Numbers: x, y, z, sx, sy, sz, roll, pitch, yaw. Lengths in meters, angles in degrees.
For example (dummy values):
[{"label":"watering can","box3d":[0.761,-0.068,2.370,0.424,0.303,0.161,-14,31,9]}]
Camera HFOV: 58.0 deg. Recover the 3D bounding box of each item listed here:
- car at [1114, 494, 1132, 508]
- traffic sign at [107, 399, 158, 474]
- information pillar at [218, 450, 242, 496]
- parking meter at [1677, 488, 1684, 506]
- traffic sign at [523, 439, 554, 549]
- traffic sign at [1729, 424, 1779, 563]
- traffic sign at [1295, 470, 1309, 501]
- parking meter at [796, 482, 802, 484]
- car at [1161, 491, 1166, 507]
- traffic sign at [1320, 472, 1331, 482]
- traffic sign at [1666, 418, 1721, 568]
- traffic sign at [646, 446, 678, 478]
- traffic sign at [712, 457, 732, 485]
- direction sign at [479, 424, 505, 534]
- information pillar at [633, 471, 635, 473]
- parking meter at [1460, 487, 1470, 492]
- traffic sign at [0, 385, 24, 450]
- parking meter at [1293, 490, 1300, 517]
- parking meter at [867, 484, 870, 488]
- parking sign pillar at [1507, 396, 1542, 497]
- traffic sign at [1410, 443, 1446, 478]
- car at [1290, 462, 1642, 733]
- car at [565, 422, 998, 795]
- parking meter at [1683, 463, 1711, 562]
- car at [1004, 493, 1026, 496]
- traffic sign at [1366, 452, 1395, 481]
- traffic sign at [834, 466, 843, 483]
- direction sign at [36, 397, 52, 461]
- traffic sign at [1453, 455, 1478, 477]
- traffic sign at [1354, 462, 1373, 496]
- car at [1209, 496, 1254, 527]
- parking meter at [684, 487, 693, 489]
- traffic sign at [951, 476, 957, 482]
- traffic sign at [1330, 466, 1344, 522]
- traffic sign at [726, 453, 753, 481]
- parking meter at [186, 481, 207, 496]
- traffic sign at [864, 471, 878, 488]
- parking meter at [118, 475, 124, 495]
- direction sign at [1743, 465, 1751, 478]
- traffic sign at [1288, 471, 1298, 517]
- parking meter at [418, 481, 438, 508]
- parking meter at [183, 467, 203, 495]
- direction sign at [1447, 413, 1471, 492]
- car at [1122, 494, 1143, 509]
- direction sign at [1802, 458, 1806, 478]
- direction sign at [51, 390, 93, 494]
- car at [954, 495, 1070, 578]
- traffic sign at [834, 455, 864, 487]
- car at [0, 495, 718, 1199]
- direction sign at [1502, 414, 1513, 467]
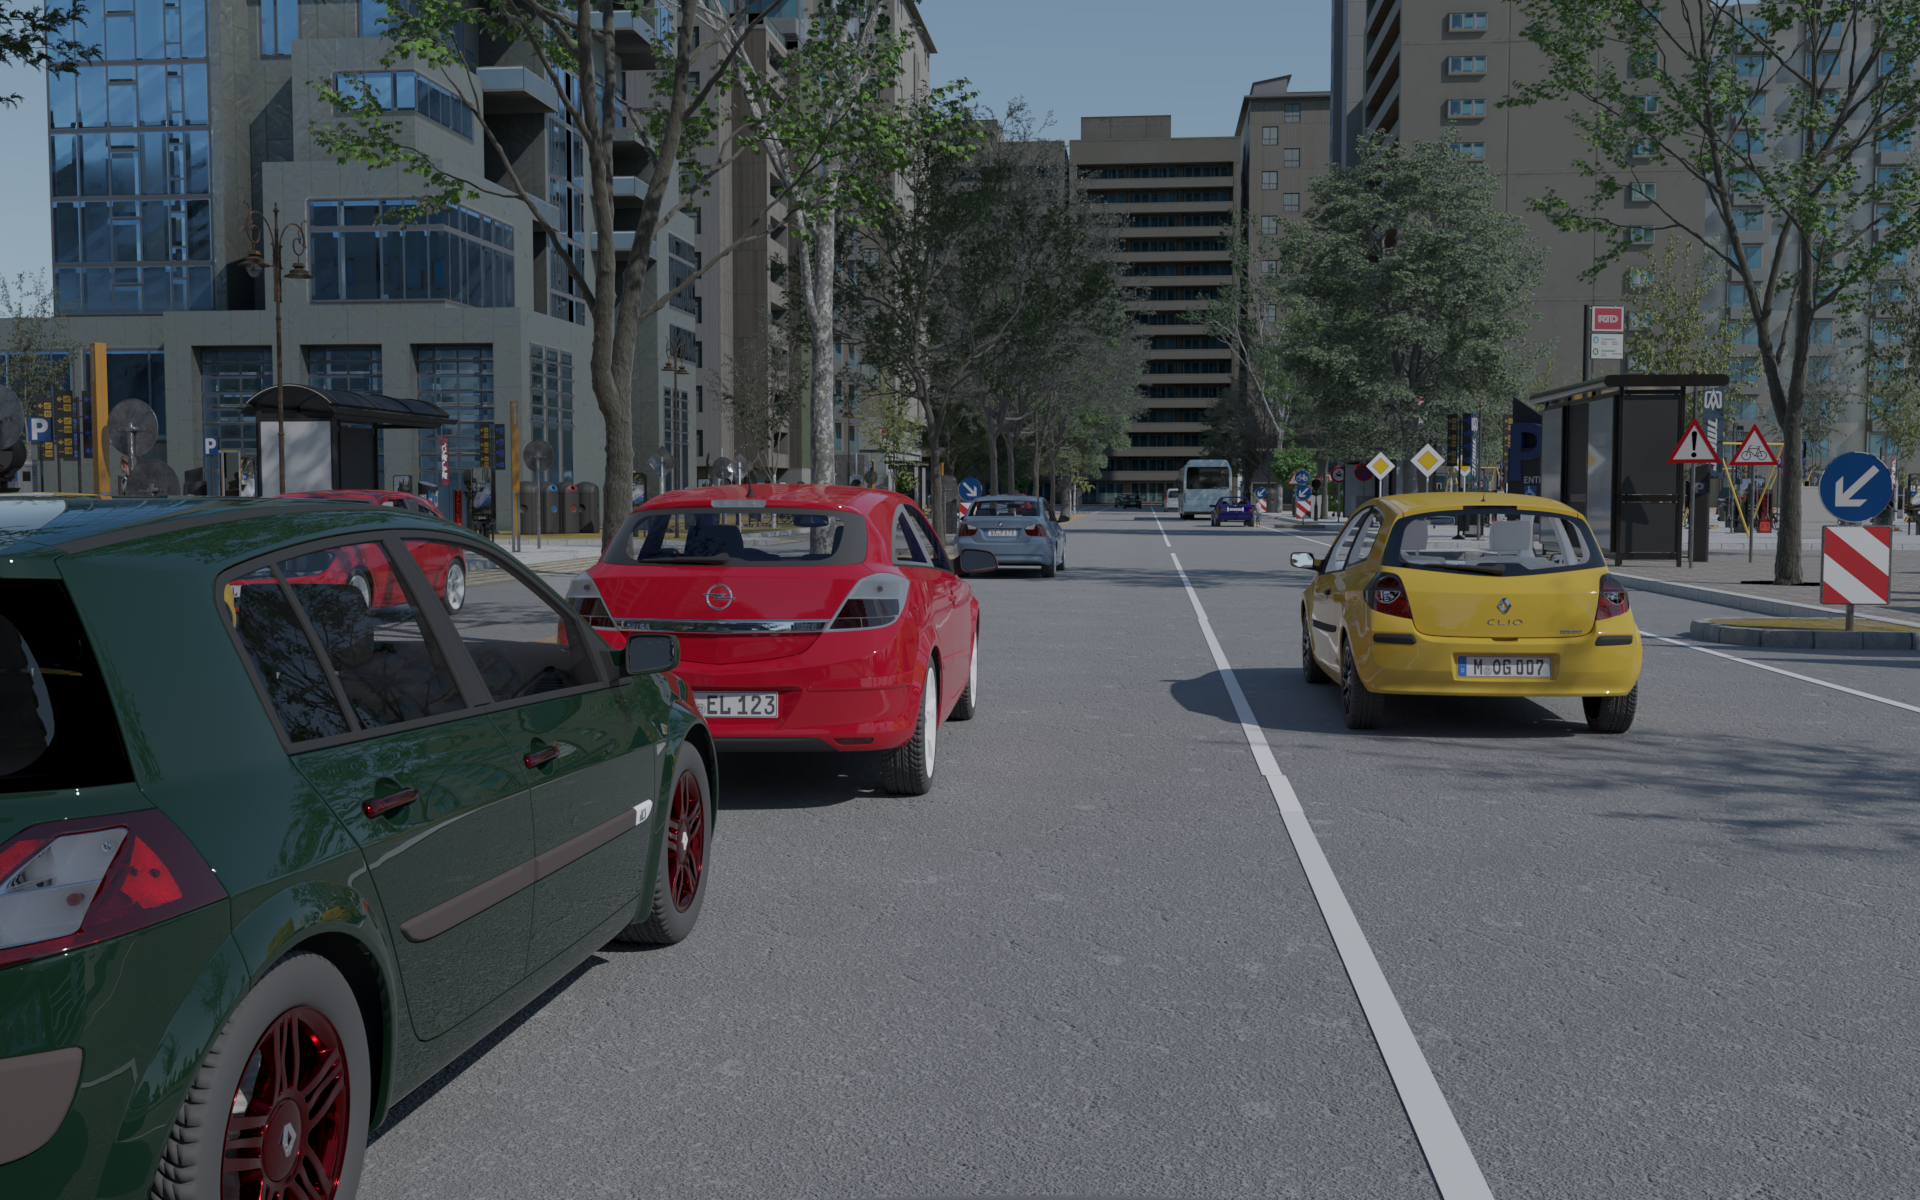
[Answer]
[{"label":"car","box3d":[17.421,-10.566,184.547,2.131,1.459,4.920,0,4,6]},{"label":"traffic sign","box3d":[-11.088,-1.413,23.201,0.768,2.556,0.104,1,4,11]},{"label":"information pillar","box3d":[-12.236,-1.503,29.070,0.304,2.012,0.304,-2,4,-31]},{"label":"parking meter","box3d":[46.483,-6.480,111.652,0.399,1.863,0.255,-1,4,-13]},{"label":"traffic sign","box3d":[-9.839,-2.465,40.407,0.768,2.556,0.104,1,4,10]},{"label":"traffic sign","box3d":[14.737,-1.970,32.211,0.884,2.594,0.081,0,4,7]},{"label":"traffic sign","box3d":[18.156,-5.623,92.049,0.768,2.556,0.104,0,4,7]},{"label":"parking meter","box3d":[-8.062,-4.934,86.374,0.399,1.863,0.255,3,5,42]},{"label":"car","box3d":[23.656,-11.337,194.026,2.281,1.827,5.304,0,4,7]},{"label":"traffic sign","box3d":[21.553,-6.218,101.778,0.768,2.556,0.104,1,4,15]},{"label":"traffic sign","box3d":[12.610,-1.823,29.815,0.884,2.594,0.081,1,4,12]},{"label":"traffic sign","box3d":[-7.163,-2.412,41.629,0.795,2.593,0.064,0,4,6]},{"label":"traffic sign","box3d":[-8.148,-3.631,59.470,0.768,2.556,0.104,1,4,12]},{"label":"direction sign","box3d":[-15.107,-3.916,56.017,0.876,3.537,0.379,1,4,12]},{"label":"information pillar","box3d":[-10.538,-3.098,55.145,0.304,2.012,0.304,1,4,20]},{"label":"parking meter","box3d":[17.404,-3.141,59.764,0.372,1.533,0.369,0,3,0]},{"label":"traffic sign","box3d":[-11.197,-1.223,20.109,0.768,2.556,0.104,1,4,14]},{"label":"parking meter","box3d":[18.941,-5.448,97.493,0.372,1.533,0.369,0,3,0]},{"label":"parking meter","box3d":[-5.436,-6.027,104.252,0.255,1.863,0.399,-1,4,-13]},{"label":"parking sign pillar","box3d":[15.681,-3.601,47.357,1.447,3.967,1.447,3,5,41]},{"label":"traffic sign","box3d":[10.727,-2.294,39.700,0.795,2.593,0.064,0,4,6]},{"label":"car","box3d":[3.335,-0.102,11.893,2.015,1.641,3.980,0,4,6]},{"label":"car","box3d":[-0.890,-0.046,9.796,2.155,1.783,4.494,0,4,5]},{"label":"parking meter","box3d":[13.959,-1.654,32.757,0.399,1.863,0.255,2,4,25]},{"label":"car","box3d":[3.259,-5.865,104.939,2.155,1.783,4.494,0,4,7]},{"label":"traffic sign","box3d":[11.577,-2.780,47.640,0.795,2.593,0.064,0,4,6]},{"label":"traffic sign","box3d":[-5.679,-4.782,78.292,0.768,2.556,0.104,1,4,15]},{"label":"direction sign","box3d":[-21.251,-2.989,40.862,0.876,3.537,0.379,-2,4,-32]},{"label":"traffic sign","box3d":[15.715,-3.314,53.921,0.795,2.593,0.064,1,4,13]},{"label":"traffic sign","box3d":[16.153,-4.234,69.328,0.768,2.556,0.104,1,4,14]},{"label":"car","box3d":[12.090,-3.935,76.916,1.945,1.354,3.894,0,4,5]},{"label":"parking meter","box3d":[-9.673,-3.277,61.994,0.372,1.533,0.369,0,3,0]},{"label":"traffic sign","box3d":[-0.603,-7.275,119.055,0.768,2.556,0.104,1,4,10]},{"label":"traffic sign","box3d":[17.380,-4.853,79.458,0.768,2.556,0.104,1,4,15]},{"label":"traffic sign","box3d":[-6.313,-2.898,49.569,0.795,2.593,0.064,0,4,6]},{"label":"parking meter","box3d":[-14.642,-1.520,33.261,0.372,1.533,0.369,0,3,0]},{"label":"traffic sign","box3d":[-4.823,-5.725,93.703,0.768,2.556,0.104,1,4,12]},{"label":"parking meter","box3d":[-25.892,-2.940,53.781,0.399,1.863,0.255,-1,4,-17]},{"label":"direction sign","box3d":[45.401,-6.594,99.806,0.876,3.537,0.379,-2,4,-33]},{"label":"traffic sign","box3d":[18.618,-5.876,96.079,0.884,2.594,0.081,1,4,9]},{"label":"parking meter","box3d":[-10.083,-1.496,32.878,0.372,1.533,0.369,0,3,0]},{"label":"parking meter","box3d":[-16.471,-1.928,37.233,0.399,1.863,0.255,-1,4,-21]},{"label":"direction sign","box3d":[14.068,-3.473,48.785,0.379,3.537,0.876,-2,4,-34]},{"label":"car","box3d":[16.684,-9.655,167.638,2.009,1.686,4.222,0,4,4]},{"label":"direction sign","box3d":[41.523,-5.730,85.681,0.876,3.537,0.379,-2,4,-28]},{"label":"direction sign","box3d":[-19.284,-2.810,37.937,0.876,3.537,0.379,-1,4,-16]},{"label":"car","box3d":[0.938,-1.167,31.076,2.014,1.417,4.499,0,4,7]},{"label":"traffic sign","box3d":[-6.082,-5.866,89.779,2.265,3.308,0.079,0,4,7]},{"label":"car","box3d":[-1.835,0.329,4.409,2.009,1.686,4.222,0,4,6]},{"label":"direction sign","box3d":[15.799,-3.506,49.318,0.876,3.537,0.379,-2,4,-23]}]
